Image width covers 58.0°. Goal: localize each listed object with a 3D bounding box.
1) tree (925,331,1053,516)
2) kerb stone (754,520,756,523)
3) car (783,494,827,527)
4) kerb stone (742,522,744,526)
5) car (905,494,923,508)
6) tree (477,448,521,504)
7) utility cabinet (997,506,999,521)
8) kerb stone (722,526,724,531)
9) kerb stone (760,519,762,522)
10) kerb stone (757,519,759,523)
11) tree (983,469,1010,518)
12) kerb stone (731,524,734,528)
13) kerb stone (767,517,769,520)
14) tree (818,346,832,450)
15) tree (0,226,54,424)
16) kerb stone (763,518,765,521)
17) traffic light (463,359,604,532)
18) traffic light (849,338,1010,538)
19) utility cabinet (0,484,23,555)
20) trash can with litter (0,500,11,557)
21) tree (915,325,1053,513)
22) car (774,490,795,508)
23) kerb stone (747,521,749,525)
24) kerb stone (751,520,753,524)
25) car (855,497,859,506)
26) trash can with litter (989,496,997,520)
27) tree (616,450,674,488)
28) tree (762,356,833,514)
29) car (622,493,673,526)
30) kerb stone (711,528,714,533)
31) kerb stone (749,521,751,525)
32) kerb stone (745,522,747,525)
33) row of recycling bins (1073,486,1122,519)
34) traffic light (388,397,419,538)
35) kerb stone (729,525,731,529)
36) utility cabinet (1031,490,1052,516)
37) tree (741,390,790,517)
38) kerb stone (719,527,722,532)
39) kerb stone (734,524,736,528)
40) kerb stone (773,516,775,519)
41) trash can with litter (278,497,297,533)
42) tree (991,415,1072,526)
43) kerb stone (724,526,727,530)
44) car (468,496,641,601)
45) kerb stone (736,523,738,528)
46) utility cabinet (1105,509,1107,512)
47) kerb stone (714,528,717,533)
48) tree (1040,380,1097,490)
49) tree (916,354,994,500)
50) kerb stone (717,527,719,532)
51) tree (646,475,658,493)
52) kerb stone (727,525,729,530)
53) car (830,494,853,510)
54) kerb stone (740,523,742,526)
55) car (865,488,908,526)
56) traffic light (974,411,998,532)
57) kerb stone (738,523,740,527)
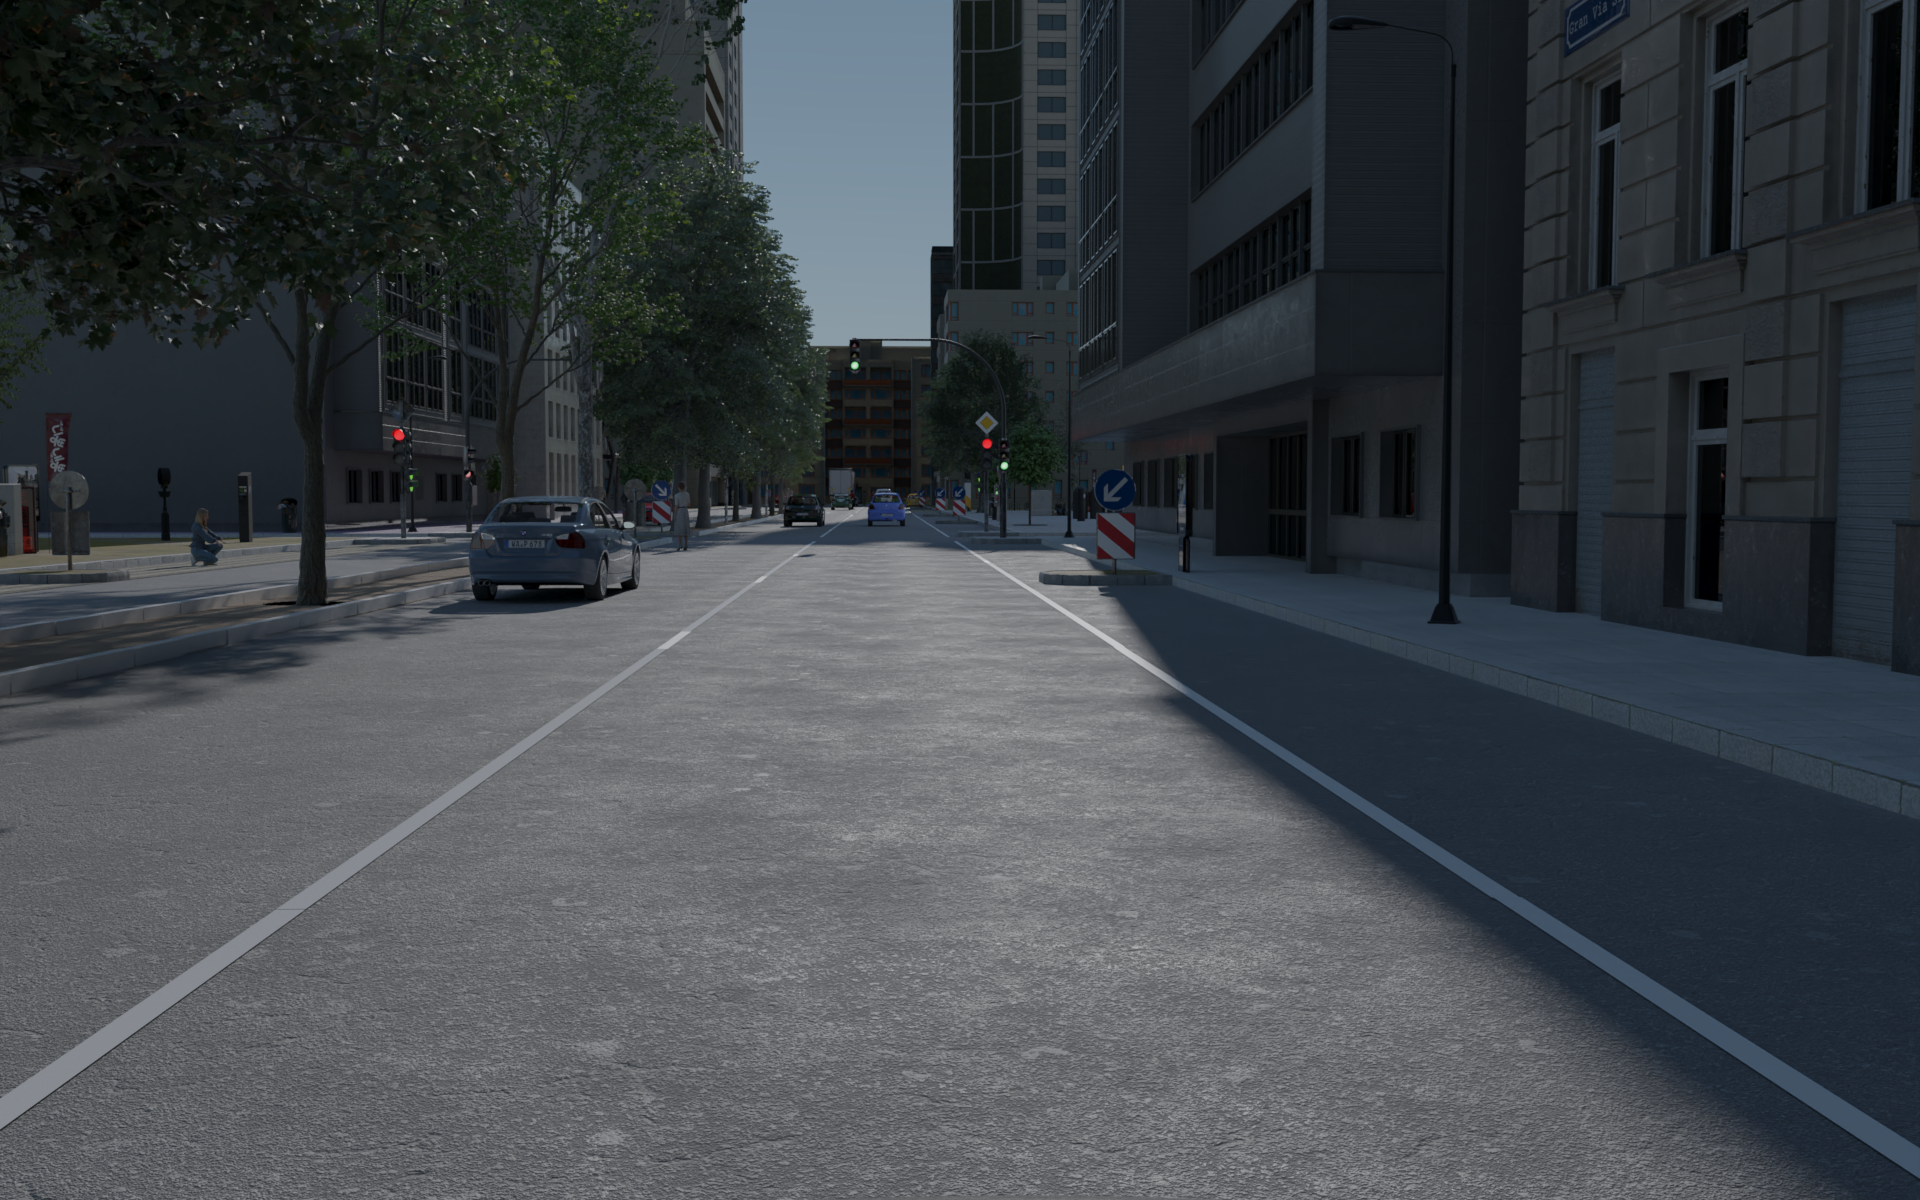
[{"bbox_3d":[1.525,-10.118,99.838,8.767,10.594,7.601,2,4,31],"label":"tree"},{"bbox_3d":[-10.017,-3.723,83.088,0.120,0.150,1.000,0,4,-3],"label":"kerb stone"},{"bbox_3d":[-6.943,-4.133,77.360,2.009,1.686,4.222,0,4,-2],"label":"car"},{"bbox_3d":[-9.690,-3.287,75.932,0.120,0.150,1.000,0,4,-3],"label":"kerb stone"},{"bbox_3d":[-4.788,-10.480,181.564,2.015,1.641,3.980,0,4,-3],"label":"car"},{"bbox_3d":[-19.080,-4.701,71.460,1.663,3.219,1.824,0,3,0],"label":"tree"},{"bbox_3d":[1.966,-4.463,81.647,0.318,1.500,1.173,1,4,11],"label":"utility cabinet"},{"bbox_3d":[-9.283,-2.723,66.715,0.120,0.150,1.000,0,4,-3],"label":"kerb stone"},{"bbox_3d":[-10.200,-3.975,87.183,0.120,0.150,1.000,0,4,-3],"label":"kerb stone"},{"bbox_3d":[-10.117,-3.844,85.135,0.120,0.150,1.000,0,4,-3],"label":"kerb stone"},{"bbox_3d":[1.795,-6.035,93.267,1.663,3.219,1.824,0,3,0],"label":"tree"},{"bbox_3d":[-9.464,-2.974,70.816,0.120,0.150,1.000,0,4,-3],"label":"kerb stone"},{"bbox_3d":[-10.427,-4.289,92.312,0.120,0.150,1.000,0,4,-3],"label":"kerb stone"},{"bbox_3d":[-11.824,-11.674,99.976,9.857,13.997,8.962,0,3,0],"label":"tree"},{"bbox_3d":[-25.657,-5.810,45.363,4.737,8.622,4.395,0,3,0],"label":"tree"},{"bbox_3d":[-10.288,-4.099,89.238,0.120,0.150,1.000,0,4,-3],"label":"kerb stone"},{"bbox_3d":[-14.370,-5.106,58.157,4.771,5.953,1.251,0,4,-3],"label":"traffic light"},{"bbox_3d":[-0.840,-4.645,50.611,4.771,5.953,1.251,0,4,-3],"label":"traffic light"},{"bbox_3d":[-20.288,-1.685,36.229,1.173,1.500,0.318,0,4,1],"label":"utility cabinet"},{"bbox_3d":[-19.750,-1.440,34.933,1.055,1.170,0.624,0,4,-4],"label":"trash can with litter"},{"bbox_3d":[1.578,-12.286,117.888,9.611,12.733,9.660,0,3,0],"label":"tree"},{"bbox_3d":[-17.818,-10.316,177.337,2.281,1.827,5.304,0,4,-2],"label":"car"},{"bbox_3d":[-9.842,-3.471,78.996,0.120,0.150,1.000,0,4,-3],"label":"kerb stone"},{"bbox_3d":[-9.922,-3.594,81.046,0.120,0.150,1.000,0,4,-3],"label":"kerb stone"},{"bbox_3d":[-13.098,-11.909,207.075,2.083,1.381,4.827,0,4,-3],"label":"car"},{"bbox_3d":[1.859,-4.518,85.260,0.624,1.170,1.055,2,4,28],"label":"trash can with litter"},{"bbox_3d":[-23.009,-9.002,130.896,4.285,4.588,4.351,0,3,0],"label":"tree"},{"bbox_3d":[-12.885,-12.416,123.579,7.486,12.596,7.792,0,3,0],"label":"tree"},{"bbox_3d":[-14.345,-4.318,79.642,2.155,1.783,4.494,0,4,-1],"label":"car"},{"bbox_3d":[-9.098,-2.472,62.617,0.120,0.150,1.000,0,4,-3],"label":"kerb stone"},{"bbox_3d":[-9.878,-3.536,80.025,0.120,0.150,1.000,0,4,-3],"label":"kerb stone"},{"bbox_3d":[-9.785,-3.408,77.975,0.120,0.150,1.000,0,4,-3],"label":"kerb stone"},{"bbox_3d":[7.558,-5.017,89.146,3.534,1.692,1.069,1,4,8],"label":"row of recycling bins"},{"bbox_3d":[-16.097,-3.739,50.051,0.839,4.253,0.868,0,4,-3],"label":"traffic light"},{"bbox_3d":[-9.416,-2.911,69.794,0.120,0.150,1.000,0,4,-3],"label":"kerb stone"},{"bbox_3d":[4.714,-5.607,100.345,1.173,1.500,0.318,0,4,0],"label":"utility cabinet"},{"bbox_3d":[-12.070,-9.473,107.699,4.360,8.622,3.978,0,3,0],"label":"tree"},{"bbox_3d":[-9.234,-2.660,65.694,0.120,0.150,1.000,0,4,-3],"label":"kerb stone"},{"bbox_3d":[-9.518,-3.036,71.840,0.120,0.150,1.000,0,4,-3],"label":"kerb stone"},{"bbox_3d":[-10.664,-4.602,97.433,0.120,0.150,1.000,0,4,-3],"label":"kerb stone"},{"bbox_3d":[-22.305,-2.817,57.440,0.624,1.170,1.055,-1,4,-23],"label":"trash can with litter"},{"bbox_3d":[2.930,-5.323,70.748,4.285,4.588,4.351,0,3,0],"label":"tree"},{"bbox_3d":[-9.330,-2.785,67.736,0.120,0.150,1.000,0,4,-3],"label":"kerb stone"},{"bbox_3d":[-5.698,-0.771,24.616,2.014,1.417,4.499,0,4,-1],"label":"car"},{"bbox_3d":[-9.548,-3.097,72.863,0.120,0.150,1.000,0,4,-3],"label":"kerb stone"},{"bbox_3d":[7.553,-4.987,92.692,1.020,1.237,0.306,-2,4,-25],"label":"utility cabinet"},{"bbox_3d":[-9.147,-2.535,63.648,0.120,0.150,1.000,0,4,-3],"label":"kerb stone"},{"bbox_3d":[7.035,-9.713,109.168,4.360,8.622,3.978,0,3,0],"label":"tree"},{"bbox_3d":[-0.150,-13.582,140.186,7.486,12.596,7.792,0,3,0],"label":"tree"},{"bbox_3d":[-9.186,-2.598,64.673,0.120,0.150,1.000,0,4,-3],"label":"kerb stone"},{"bbox_3d":[-21.982,-7.936,124.355,1.663,3.219,1.824,0,3,0],"label":"tree"},{"bbox_3d":[-9.369,-2.849,68.769,0.120,0.150,1.000,0,4,-3],"label":"kerb stone"},{"bbox_3d":[-10.647,-8.800,155.675,2.131,1.459,4.920,0,4,-2],"label":"car"},{"bbox_3d":[-9.649,-3.224,74.905,0.120,0.150,1.000,0,4,-3],"label":"kerb stone"},{"bbox_3d":[-3.313,-4.179,77.910,1.945,1.707,3.694,0,4,-3],"label":"car"},{"bbox_3d":[0.887,-4.275,58.823,0.839,4.253,0.868,0,4,-3],"label":"traffic light"},{"bbox_3d":[-9.604,-3.161,73.883,0.120,0.150,1.000,0,4,-3],"label":"kerb stone"}]
